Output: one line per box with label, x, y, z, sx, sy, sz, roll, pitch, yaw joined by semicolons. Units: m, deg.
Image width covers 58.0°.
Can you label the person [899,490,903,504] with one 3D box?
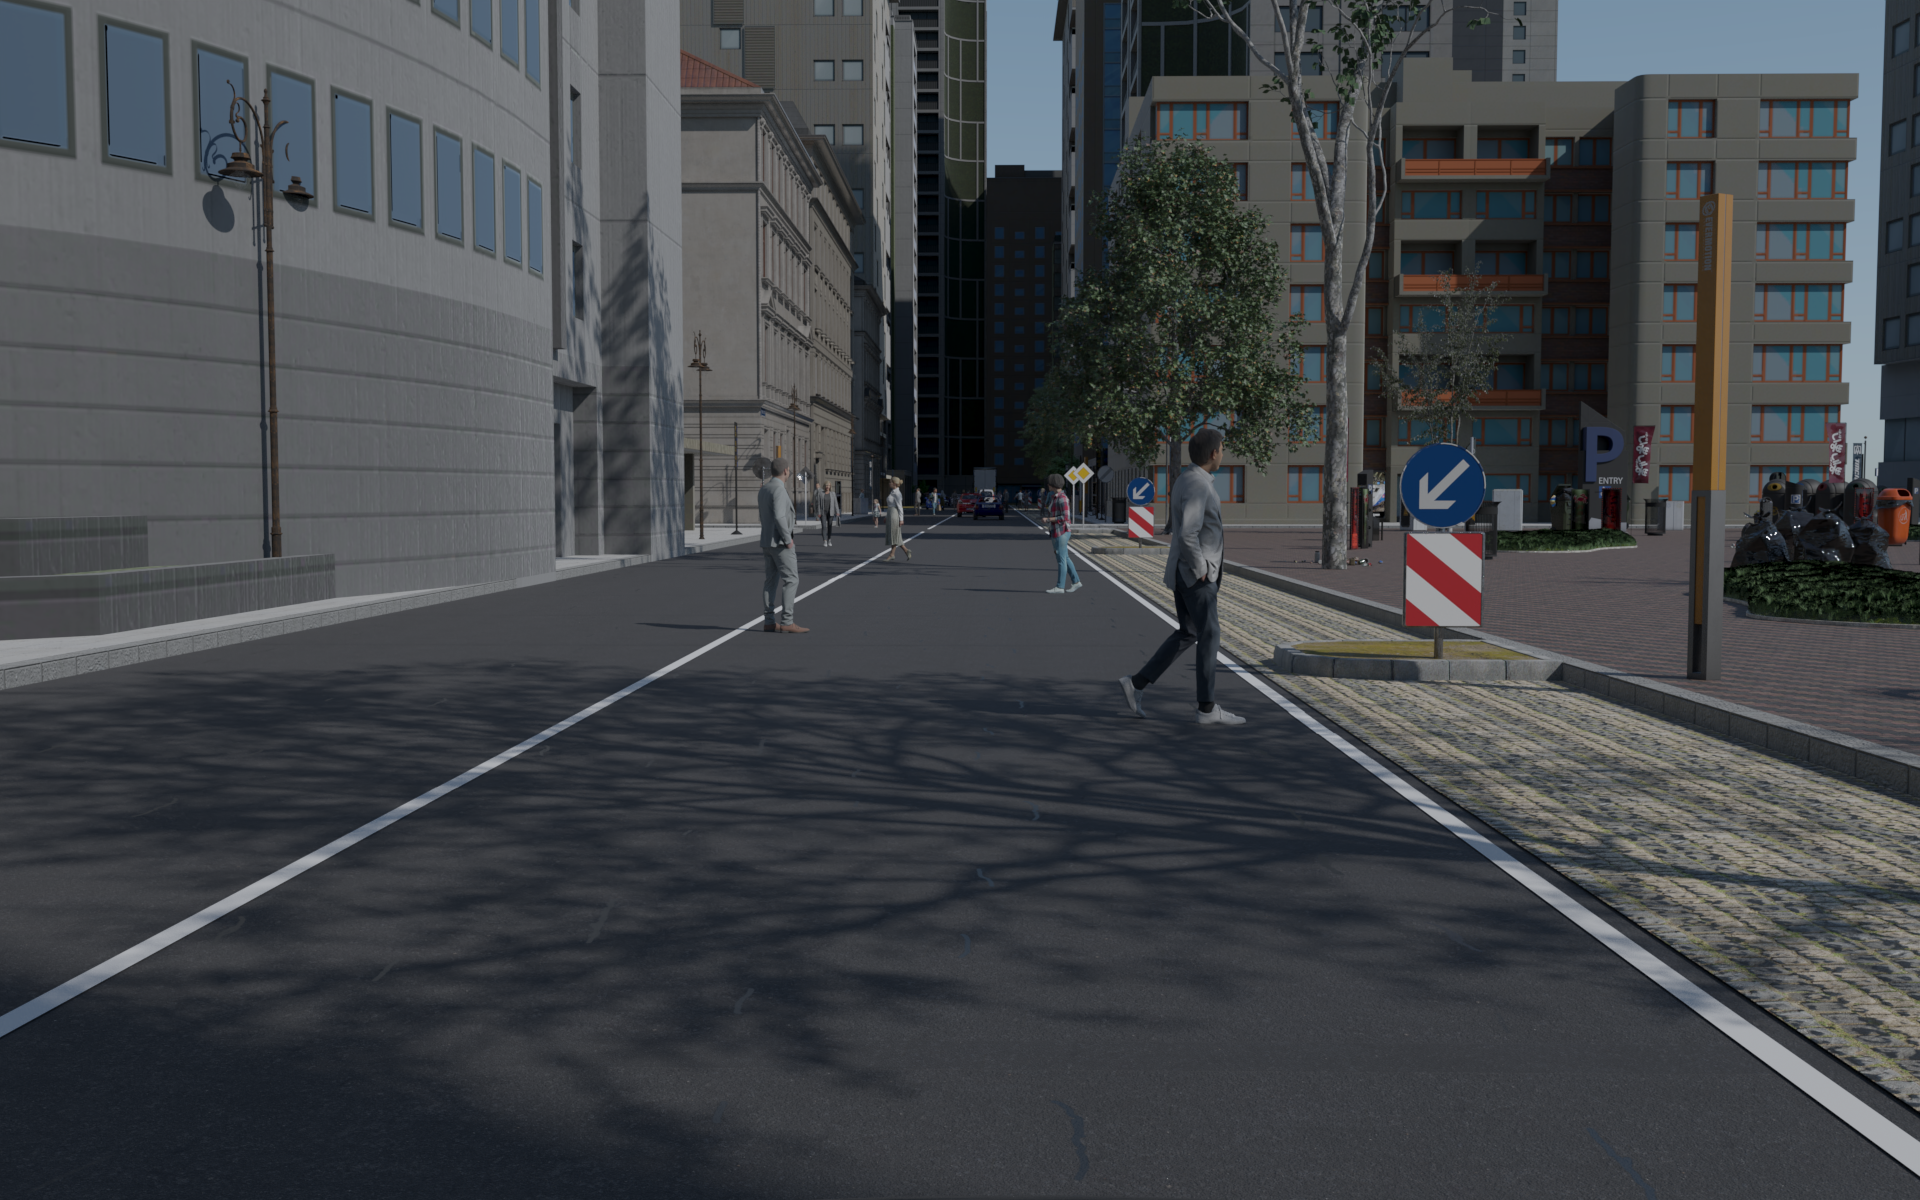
person;-4.297;-6.855;120.798;0.478;1.798;0.641;2;4;31

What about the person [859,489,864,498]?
person;-6.243;-6.281;110.549;0.330;1.601;0.589;1;4;23

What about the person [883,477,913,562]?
person;-1.329;-1.719;36.824;0.641;1.798;0.478;0;4;-3

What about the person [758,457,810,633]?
person;-1.888;-0.574;17.979;0.391;1.810;0.635;-3;4;-37

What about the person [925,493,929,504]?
person;-4.085;-12.621;213.107;1.217;1.736;0.721;1;4;11

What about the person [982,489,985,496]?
person;1.898;-8.382;145.564;0.654;1.822;0.581;1;4;10

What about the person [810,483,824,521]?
person;-6.783;-4.650;82.168;0.694;1.812;0.767;1;4;17

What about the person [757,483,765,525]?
person;-8.298;-4.044;72.712;0.519;1.759;0.362;3;4;37

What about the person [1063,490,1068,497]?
person;7.887;-7.710;132.221;0.709;1.813;0.853;-2;4;-28

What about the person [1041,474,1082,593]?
person;1.479;-0.962;25.064;0.643;1.720;0.563;0;4;-5

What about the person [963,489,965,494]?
person;0.497;-8.010;139.672;0.699;1.804;1.509;2;4;26

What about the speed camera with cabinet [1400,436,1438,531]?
speed camera with cabinet;15.954;-4.011;59.912;0.660;3.252;2.038;-1;4;-13

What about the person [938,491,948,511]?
person;-1.567;-8.540;148.867;1.217;1.736;0.721;-2;4;-28

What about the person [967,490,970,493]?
person;0.719;-8.465;147.022;0.853;1.813;0.709;-1;4;-16

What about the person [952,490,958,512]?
person;-0.356;-8.001;139.653;0.599;1.781;0.374;1;4;13

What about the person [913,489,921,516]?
person;-2.851;-6.521;115.298;0.473;1.802;0.592;2;4;35

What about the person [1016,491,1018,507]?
person;6.421;-11.229;192.796;0.721;1.736;1.217;0;4;5

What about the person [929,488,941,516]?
person;-1.613;-6.348;112.278;0.794;1.824;0.713;-2;4;-26

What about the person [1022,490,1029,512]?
person;5.199;-7.940;138.670;0.532;1.782;0.716;-1;4;-16

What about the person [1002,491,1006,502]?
person;5.675;-12.864;218.831;1.348;1.822;0.705;1;4;14

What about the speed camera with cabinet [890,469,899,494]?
speed camera with cabinet;-5.244;-8.826;138.648;0.660;3.252;2.038;0;4;2

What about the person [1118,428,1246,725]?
person;1.395;-0.154;10.865;0.795;1.843;0.661;0;4;5

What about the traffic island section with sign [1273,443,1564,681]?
traffic island section with sign;3.639;-0.339;14.164;1.989;1.847;2.006;0;4;1

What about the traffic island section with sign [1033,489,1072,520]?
traffic island section with sign;5.249;-5.386;96.694;1.989;1.847;2.006;0;4;1

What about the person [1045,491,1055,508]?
person;4.605;-4.756;86.287;0.660;1.820;0.620;-2;4;-26

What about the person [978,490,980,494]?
person;1.935;-10.216;175.488;1.348;1.831;0.705;-3;5;-40

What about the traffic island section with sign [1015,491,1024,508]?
traffic island section with sign;6.762;-10.104;173.835;1.989;1.847;2.006;0;4;1

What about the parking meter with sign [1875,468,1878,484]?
parking meter with sign;61.953;-7.290;115.457;0.543;3.016;1.738;-2;4;-33

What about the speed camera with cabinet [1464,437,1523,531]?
speed camera with cabinet;18.478;-4.026;60.159;2.038;3.252;0.660;1;4;20

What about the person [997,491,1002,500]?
person;3.627;-9.128;158.404;0.621;1.740;0.551;-1;4;-13

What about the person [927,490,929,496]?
person;-3.987;-13.071;219.718;0.705;1.831;1.348;-1;4;-19

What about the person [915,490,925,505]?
person;-4.576;-11.920;201.063;1.348;1.807;0.705;0;4;4

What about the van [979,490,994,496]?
van;2.471;-9.587;163.761;2.013;2.044;4.112;0;4;1

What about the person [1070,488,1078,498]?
person;10.728;-9.308;158.258;1.348;1.821;0.705;-1;4;-10

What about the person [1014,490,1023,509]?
person;5.739;-9.558;164.752;1.348;1.826;0.705;1;4;19

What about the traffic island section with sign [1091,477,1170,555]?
traffic island section with sign;4.169;-2.015;41.576;1.989;1.847;2.006;0;4;1

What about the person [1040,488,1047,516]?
person;5.351;-6.214;110.282;0.526;1.800;0.537;1;4;18

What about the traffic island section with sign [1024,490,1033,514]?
traffic island section with sign;5.779;-7.097;124.657;1.989;1.847;2.006;0;4;1

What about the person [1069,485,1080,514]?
person;7.188;-6.247;108.167;0.713;1.824;0.794;3;4;38

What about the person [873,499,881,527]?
person;-3.533;-3.725;74.422;0.382;1.210;0.505;-3;5;-45

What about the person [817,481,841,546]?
person;-3.575;-2.382;47.626;0.709;1.800;0.728;0;4;-7

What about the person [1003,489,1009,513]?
person;3.462;-7.442;130.362;0.473;1.802;0.592;0;4;7
